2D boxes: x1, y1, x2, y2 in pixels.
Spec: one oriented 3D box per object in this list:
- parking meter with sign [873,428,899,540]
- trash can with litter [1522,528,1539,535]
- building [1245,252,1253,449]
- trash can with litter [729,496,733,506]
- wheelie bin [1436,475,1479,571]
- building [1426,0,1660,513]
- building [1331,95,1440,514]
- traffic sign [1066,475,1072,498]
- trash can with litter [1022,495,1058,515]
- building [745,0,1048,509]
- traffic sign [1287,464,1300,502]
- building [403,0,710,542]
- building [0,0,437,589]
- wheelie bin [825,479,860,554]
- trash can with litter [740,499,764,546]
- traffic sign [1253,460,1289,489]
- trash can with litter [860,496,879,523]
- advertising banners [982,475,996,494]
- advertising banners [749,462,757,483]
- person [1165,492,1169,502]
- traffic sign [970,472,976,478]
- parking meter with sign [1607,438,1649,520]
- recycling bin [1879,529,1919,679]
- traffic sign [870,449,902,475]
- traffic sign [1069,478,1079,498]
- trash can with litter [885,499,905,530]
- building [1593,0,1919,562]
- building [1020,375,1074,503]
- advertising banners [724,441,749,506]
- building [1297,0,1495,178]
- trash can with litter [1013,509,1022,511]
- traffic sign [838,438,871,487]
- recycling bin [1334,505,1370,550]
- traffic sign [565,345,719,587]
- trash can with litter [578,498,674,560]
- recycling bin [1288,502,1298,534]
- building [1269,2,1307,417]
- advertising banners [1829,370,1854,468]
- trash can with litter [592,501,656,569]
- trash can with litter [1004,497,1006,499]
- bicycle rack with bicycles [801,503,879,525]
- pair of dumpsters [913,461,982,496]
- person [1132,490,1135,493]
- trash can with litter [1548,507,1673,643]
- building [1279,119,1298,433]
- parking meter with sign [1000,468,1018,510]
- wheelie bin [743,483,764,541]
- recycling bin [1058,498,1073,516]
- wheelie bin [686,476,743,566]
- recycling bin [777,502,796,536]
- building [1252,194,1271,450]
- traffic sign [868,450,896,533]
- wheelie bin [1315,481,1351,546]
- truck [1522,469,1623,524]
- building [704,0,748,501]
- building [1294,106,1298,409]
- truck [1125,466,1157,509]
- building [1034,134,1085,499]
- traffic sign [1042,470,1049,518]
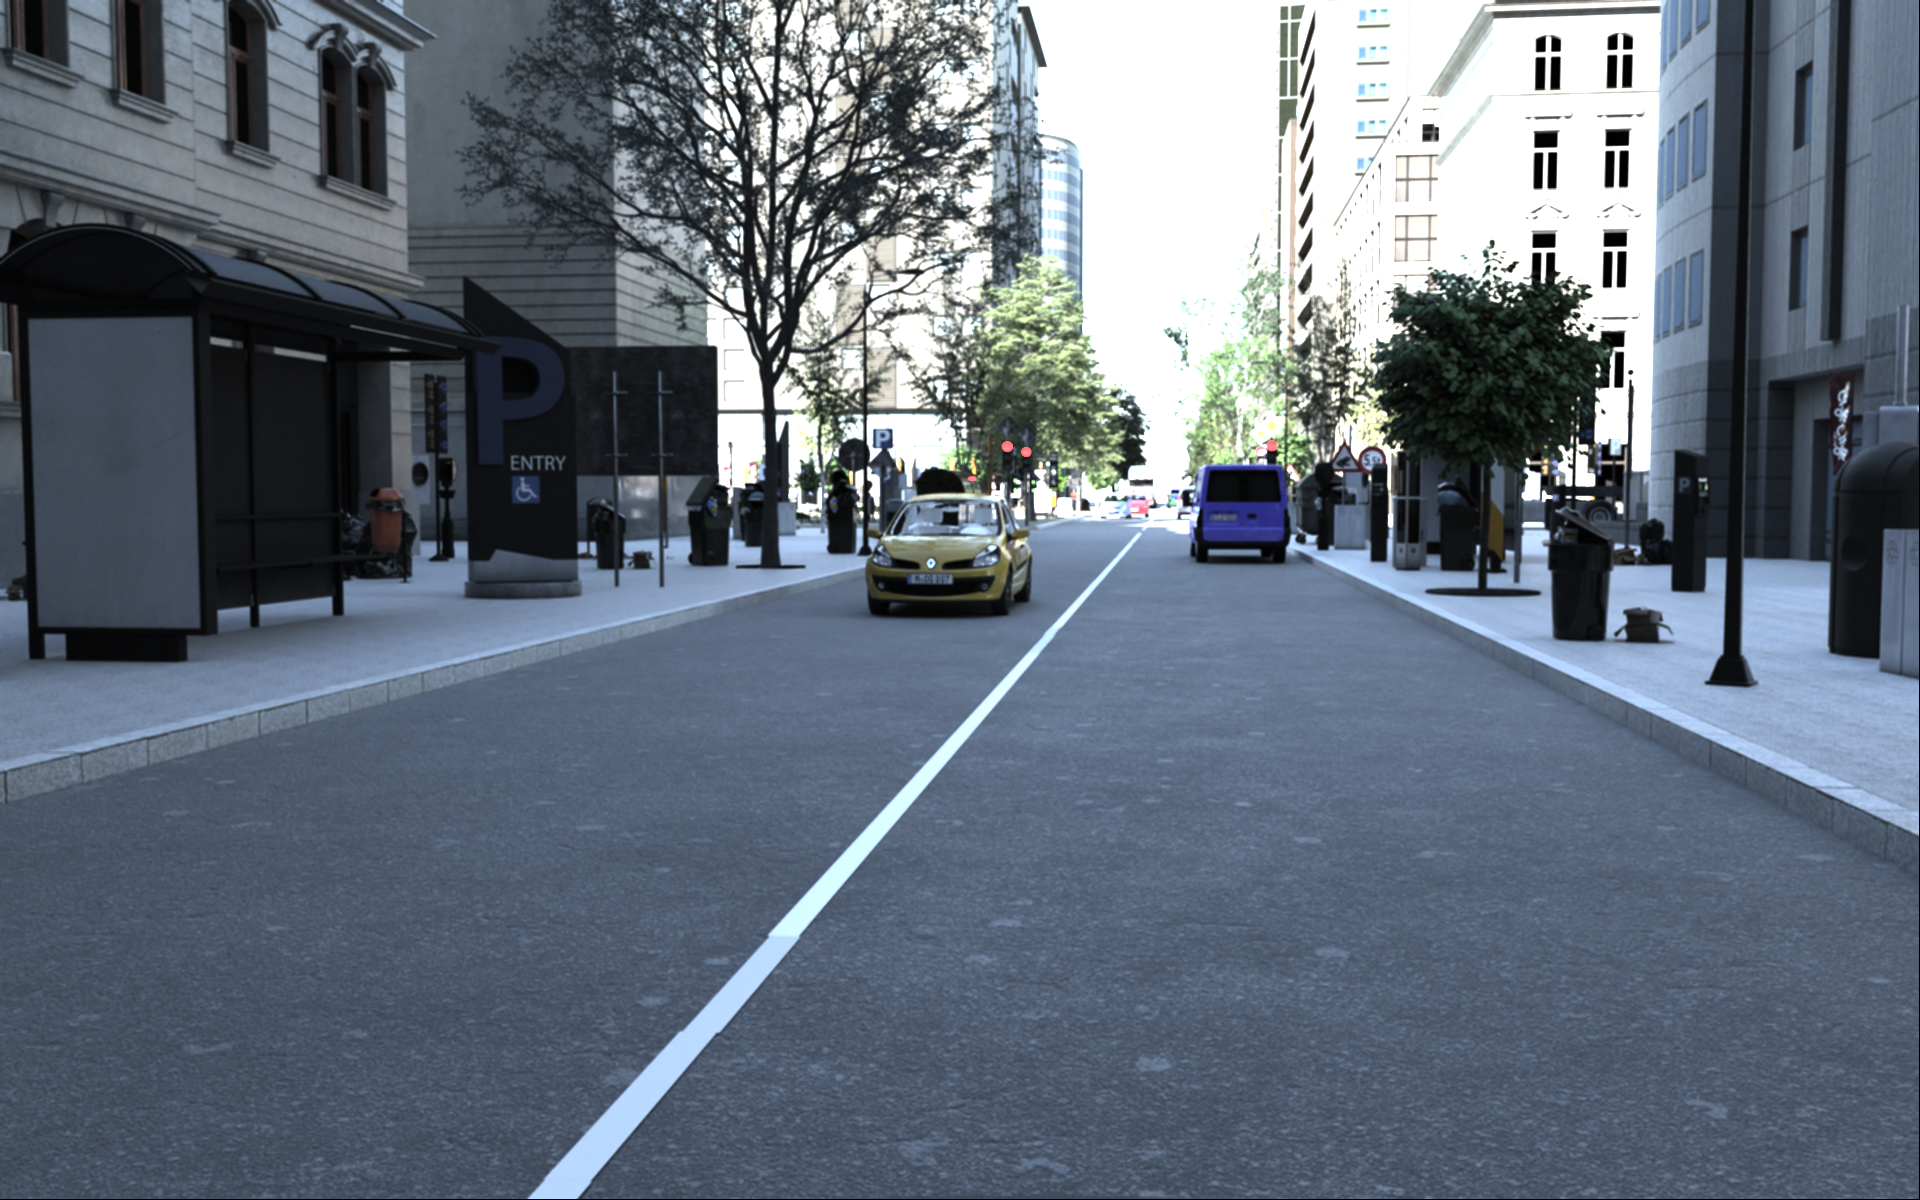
[{"bbox_3d":[-1.889,-3.085,46.708,0.543,3.016,1.738,1,4,10],"label":"parking meter with sign"},{"bbox_3d":[17.090,-2.677,54.831,1.678,1.210,2.233,-2,4,-27],"label":"trash can with litter"},{"bbox_3d":[55.233,-37.229,292.294,14.154,41.232,14.086,0,4,7],"label":"building"},{"bbox_3d":[-16.318,-7.122,127.496,2.233,1.210,1.678,-2,4,-30],"label":"trash can with litter"},{"bbox_3d":[8.350,-1.297,29.108,0.693,1.594,0.980,1,4,15],"label":"wheelie bin"},{"bbox_3d":[45.574,-18.641,81.203,44.131,29.872,17.030,0,4,7],"label":"building"},{"bbox_3d":[38.104,-19.573,124.537,19.350,26.468,34.151,0,4,7],"label":"building"},{"bbox_3d":[7.505,-7.212,117.925,0.884,2.594,0.081,1,4,13],"label":"traffic sign"},{"bbox_3d":[5.300,-5.911,107.700,2.233,1.210,1.678,1,4,14],"label":"trash can with litter"},{"bbox_3d":[-5.628,-36.666,188.722,28.713,52.752,27.495,0,4,7],"label":"building"},{"bbox_3d":[13.778,-4.422,72.309,0.884,2.594,0.081,1,4,9],"label":"traffic sign"},{"bbox_3d":[-17.403,-12.387,51.680,18.267,20.994,9.793,0,4,7],"label":"building"},{"bbox_3d":[-18.844,-14.544,25.181,14.401,28.519,23.554,0,4,7],"label":"building"},{"bbox_3d":[-2.533,-1.812,37.526,0.693,1.594,0.980,0,4,5],"label":"wheelie bin"},{"bbox_3d":[-5.119,-1.903,42.504,0.624,1.170,1.055,-1,4,-11],"label":"trash can with litter"},{"bbox_3d":[14.957,-5.371,81.687,2.265,3.308,0.079,1,4,14],"label":"traffic sign"},{"bbox_3d":[-4.094,-4.505,84.717,1.678,1.210,2.233,2,4,28],"label":"trash can with litter"},{"bbox_3d":[2.114,-9.158,145.927,2.074,3.025,0.090,0,4,-2],"label":"advertising banners"},{"bbox_3d":[-10.509,-5.983,94.008,2.074,3.025,0.090,-2,4,-26],"label":"advertising banners"},{"bbox_3d":[35.272,-17.424,293.940,0.990,1.755,0.434,1,4,12],"label":"person"},{"bbox_3d":[0.301,-4.436,73.712,0.795,2.450,0.064,1,4,13],"label":"traffic sign"},{"bbox_3d":[20.722,-3.474,53.057,0.543,3.016,1.738,-2,4,-32],"label":"parking meter with sign"},{"bbox_3d":[7.008,0.022,12.188,0.722,1.027,0.722,0,4,2],"label":"recycling bin"},{"bbox_3d":[-2.046,-2.921,47.760,0.884,2.594,0.081,0,4,7],"label":"traffic sign"},{"bbox_3d":[7.280,-6.629,110.510,0.606,2.300,0.079,1,4,12],"label":"traffic sign"},{"bbox_3d":[-1.465,-1.836,41.399,0.624,1.170,1.055,0,4,-8],"label":"trash can with litter"},{"bbox_3d":[25.634,-30.081,33.832,21.231,58.520,28.212,0,4,7],"label":"building"},{"bbox_3d":[2.042,-24.957,253.079,27.650,21.520,28.899,0,4,7],"label":"building"},{"bbox_3d":[-7.496,-3.791,58.171,0.090,3.025,2.074,1,4,9],"label":"advertising banners"},{"bbox_3d":[41.338,-32.392,153.305,21.300,48.544,21.600,0,4,7],"label":"building"},{"bbox_3d":[4.647,-7.232,129.301,2.233,1.210,1.678,2,4,30],"label":"trash can with litter"},{"bbox_3d":[-2.408,-2.403,39.403,0.768,2.556,0.104,1,4,12],"label":"traffic sign"},{"bbox_3d":[9.138,-1.701,40.359,0.722,1.027,0.722,1,4,21],"label":"recycling bin"},{"bbox_3d":[-4.444,-1.837,23.902,2.265,3.308,0.079,0,4,7],"label":"traffic sign"},{"bbox_3d":[-6.788,-1.413,34.168,2.233,1.210,1.678,1,4,13],"label":"trash can with litter"},{"bbox_3d":[10.420,-2.621,55.399,0.722,1.027,0.722,0,4,2],"label":"recycling bin"},{"bbox_3d":[53.892,-49.793,252.374,20.563,71.187,20.611,0,4,7],"label":"building"},{"bbox_3d":[12.674,-1.700,23.984,0.090,3.025,2.074,-1,4,-9],"label":"advertising banners"},{"bbox_3d":[-5.784,-1.128,29.824,1.055,1.170,0.624,-1,4,-14],"label":"trash can with litter"},{"bbox_3d":[1.500,-3.699,71.869,1.055,1.170,0.624,1,4,11],"label":"trash can with litter"},{"bbox_3d":[-5.241,-3.630,72.728,2.925,0.926,2.852,-2,4,-33],"label":"bicycle rack with bicycles"},{"bbox_3d":[-0.368,-2.890,49.742,1.574,2.255,4.437,0,4,7],"label":"pair of dumpsters"},{"bbox_3d":[13.099,-7.498,131.487,0.834,1.777,0.661,1,4,10],"label":"person"},{"bbox_3d":[5.719,-0.236,15.238,1.055,1.170,0.624,2,4,23],"label":"trash can with litter"},{"bbox_3d":[44.785,-33.746,201.862,14.600,45.320,14.200,0,4,7],"label":"building"},{"bbox_3d":[2.988,-7.149,113.145,0.543,3.016,1.738,3,5,43],"label":"parking meter with sign"},{"bbox_3d":[-5.674,-2.429,47.625,0.980,1.594,0.693,3,4,38],"label":"wheelie bin"},{"bbox_3d":[6.055,-5.317,99.491,0.722,1.027,0.722,1,4,13],"label":"recycling bin"},{"bbox_3d":[-4.512,-1.427,31.233,0.693,1.594,0.980,-3,4,-36],"label":"wheelie bin"},{"bbox_3d":[-5.594,-2.531,53.930,0.722,1.027,0.722,-3,5,-44],"label":"recycling bin"},{"bbox_3d":[57.501,-39.764,273.845,21.300,48.544,21.600,0,4,7],"label":"building"},{"bbox_3d":[-2.051,-2.699,45.319,0.795,2.450,0.064,1,4,10],"label":"traffic sign"},{"bbox_3d":[9.359,-2.167,43.330,0.980,1.594,0.693,-2,4,-32],"label":"wheelie bin"},{"bbox_3d":[26.499,-4.513,63.551,18.799,4.110,2.967,1,4,9],"label":"truck"},{"bbox_3d":[-8.982,-35.000,161.483,28.713,52.752,27.495,0,4,7],"label":"building"},{"bbox_3d":[46.430,-34.204,178.838,23.786,49.044,30.456,0,4,7],"label":"building"},{"bbox_3d":[18.334,-11.224,173.271,2.967,4.110,18.799,0,4,7],"label":"truck"},{"bbox_3d":[8.732,-45.128,279.843,21.231,58.520,28.212,0,4,7],"label":"building"},{"bbox_3d":[4.716,-5.633,92.201,0.768,2.556,0.104,1,4,16],"label":"traffic sign"}]
